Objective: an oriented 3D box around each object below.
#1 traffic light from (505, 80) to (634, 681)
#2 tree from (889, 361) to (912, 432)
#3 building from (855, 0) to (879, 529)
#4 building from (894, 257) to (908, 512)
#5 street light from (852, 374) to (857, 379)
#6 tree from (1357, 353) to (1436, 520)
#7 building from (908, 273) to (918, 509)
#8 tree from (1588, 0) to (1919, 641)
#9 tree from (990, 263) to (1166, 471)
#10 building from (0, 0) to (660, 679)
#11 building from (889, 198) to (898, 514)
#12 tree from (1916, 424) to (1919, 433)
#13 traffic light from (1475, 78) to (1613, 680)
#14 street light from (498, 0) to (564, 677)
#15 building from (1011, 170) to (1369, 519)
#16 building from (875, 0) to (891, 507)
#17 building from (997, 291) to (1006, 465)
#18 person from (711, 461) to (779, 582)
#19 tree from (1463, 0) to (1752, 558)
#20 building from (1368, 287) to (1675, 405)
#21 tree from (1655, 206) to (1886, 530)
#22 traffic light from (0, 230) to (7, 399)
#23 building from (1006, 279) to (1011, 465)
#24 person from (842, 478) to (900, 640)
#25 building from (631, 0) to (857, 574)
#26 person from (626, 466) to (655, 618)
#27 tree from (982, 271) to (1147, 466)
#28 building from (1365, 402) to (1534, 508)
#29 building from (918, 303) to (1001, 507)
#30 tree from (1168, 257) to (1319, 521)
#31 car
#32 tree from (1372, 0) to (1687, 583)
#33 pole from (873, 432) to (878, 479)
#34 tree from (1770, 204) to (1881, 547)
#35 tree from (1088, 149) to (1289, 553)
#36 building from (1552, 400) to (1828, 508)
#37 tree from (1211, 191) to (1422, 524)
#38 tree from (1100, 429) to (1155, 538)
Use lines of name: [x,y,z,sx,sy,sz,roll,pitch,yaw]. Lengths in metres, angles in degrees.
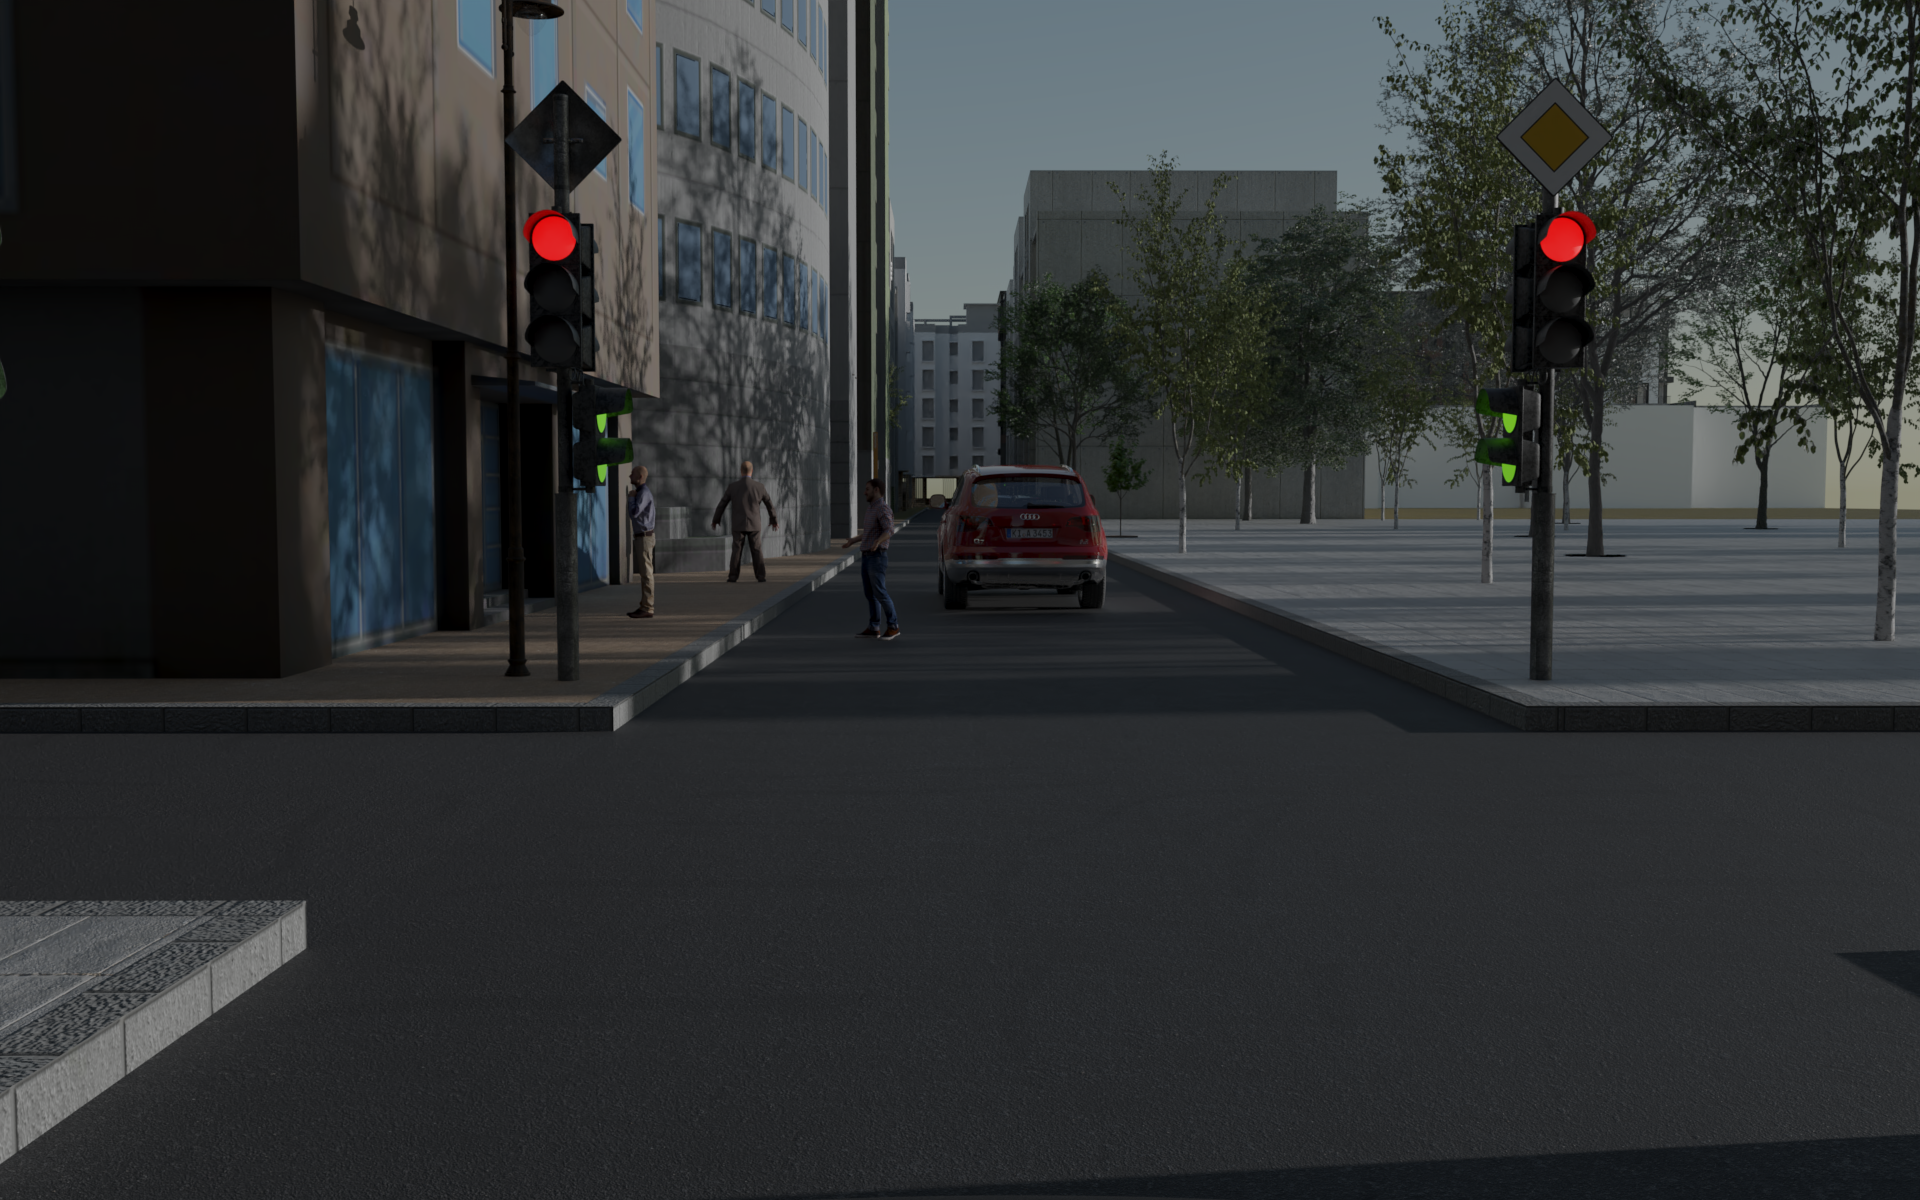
traffic light: [-2.681,-1.401,11.820,0.839,4.253,0.868,0,4,0]
tree: [-4.530,-8.210,84.601,4.737,8.622,4.395,0,3,0]
building: [-10.235,-17.662,60.475,14.160,30.474,14.107,0,4,0]
building: [-12.472,-17.213,137.860,16.016,20.091,11.380,0,4,0]
street light: [-3.360,-4.859,52.231,0.468,5.910,1.993,0,4,0]
tree: [20.582,-8.151,83.638,4.360,8.622,3.978,0,3,0]
building: [-9.817,-18.257,154.917,11.380,20.091,16.016,0,4,0]
tree: [7.968,-3.961,15.120,4.360,8.622,3.978,0,3,0]
tree: [4.801,-8.274,69.686,7.601,10.594,8.767,0,4,-4]
building: [-11.308,-22.458,17.303,14.600,45.320,14.200,0,4,0]
building: [-12.560,-14.512,103.729,16.747,18.905,31.486,0,4,0]
tree: [42.363,-6.126,63.058,11.467,7.101,20.602,-1,4,-22]
traffic light: [4.000,-1.404,11.874,0.839,4.253,0.868,0,4,0]
street light: [-3.127,-2.402,12.061,0.468,5.910,1.993,0,4,0]
building: [12.146,-14.489,103.346,16.747,18.905,31.486,0,4,0]
building: [-10.299,-23.891,74.217,14.154,41.232,14.086,0,4,0]
building: [20.264,-20.840,184.703,32.646,21.610,27.936,0,4,0]
person: [-3.138,-1.141,25.254,0.990,1.755,0.434,-1,4,-10]
tree: [12.944,-7.635,35.209,12.009,13.543,11.850,0,3,0]
building: [54.182,-20.857,184.982,32.646,21.610,27.936,0,4,0]
tree: [29.073,-8.369,62.588,9.928,11.665,9.643,0,3,0]
traffic light: [-2.635,-0.912,3.835,0.839,4.253,0.868,0,4,0]
building: [12.508,-16.459,135.556,16.747,18.905,31.486,0,4,0]
person: [-0.854,-0.406,17.093,0.435,1.587,0.963,-2,4,-26]
building: [-13.611,-30.340,38.054,21.231,58.520,28.212,0,4,0]
person: [-3.335,-0.607,18.039,0.319,1.574,0.516,0,4,-8]
tree: [4.875,-9.422,79.807,9.928,11.665,9.643,0,3,0]
building: [37.503,-13.287,159.392,28.070,9.664,9.099,0,4,0]
building: [-1.712,-19.686,178.278,11.380,20.091,16.016,0,4,0]
tree: [13.788,-10.127,83.709,7.486,12.596,7.792,0,3,0]
car: [0.743,-0.888,23.193,2.281,1.827,5.304,0,4,-2]
tree: [7.644,-4.535,24.516,4.737,8.622,4.395,0,3,0]
pole: [-2.782,-3.859,56.939,0.158,3.312,0.155,0,3,0]
tree: [21.225,-5.558,41.231,4.737,8.622,4.395,0,3,0]
tree: [4.801,-5.304,37.089,4.737,8.622,4.395,0,3,0]
building: [65.773,-13.312,159.801,28.070,9.664,9.099,0,4,0]
tree: [15.014,-10.270,74.568,9.857,13.997,8.962,0,3,0]
tree: [4.668,-3.454,51.074,1.663,3.219,1.824,0,3,0]
